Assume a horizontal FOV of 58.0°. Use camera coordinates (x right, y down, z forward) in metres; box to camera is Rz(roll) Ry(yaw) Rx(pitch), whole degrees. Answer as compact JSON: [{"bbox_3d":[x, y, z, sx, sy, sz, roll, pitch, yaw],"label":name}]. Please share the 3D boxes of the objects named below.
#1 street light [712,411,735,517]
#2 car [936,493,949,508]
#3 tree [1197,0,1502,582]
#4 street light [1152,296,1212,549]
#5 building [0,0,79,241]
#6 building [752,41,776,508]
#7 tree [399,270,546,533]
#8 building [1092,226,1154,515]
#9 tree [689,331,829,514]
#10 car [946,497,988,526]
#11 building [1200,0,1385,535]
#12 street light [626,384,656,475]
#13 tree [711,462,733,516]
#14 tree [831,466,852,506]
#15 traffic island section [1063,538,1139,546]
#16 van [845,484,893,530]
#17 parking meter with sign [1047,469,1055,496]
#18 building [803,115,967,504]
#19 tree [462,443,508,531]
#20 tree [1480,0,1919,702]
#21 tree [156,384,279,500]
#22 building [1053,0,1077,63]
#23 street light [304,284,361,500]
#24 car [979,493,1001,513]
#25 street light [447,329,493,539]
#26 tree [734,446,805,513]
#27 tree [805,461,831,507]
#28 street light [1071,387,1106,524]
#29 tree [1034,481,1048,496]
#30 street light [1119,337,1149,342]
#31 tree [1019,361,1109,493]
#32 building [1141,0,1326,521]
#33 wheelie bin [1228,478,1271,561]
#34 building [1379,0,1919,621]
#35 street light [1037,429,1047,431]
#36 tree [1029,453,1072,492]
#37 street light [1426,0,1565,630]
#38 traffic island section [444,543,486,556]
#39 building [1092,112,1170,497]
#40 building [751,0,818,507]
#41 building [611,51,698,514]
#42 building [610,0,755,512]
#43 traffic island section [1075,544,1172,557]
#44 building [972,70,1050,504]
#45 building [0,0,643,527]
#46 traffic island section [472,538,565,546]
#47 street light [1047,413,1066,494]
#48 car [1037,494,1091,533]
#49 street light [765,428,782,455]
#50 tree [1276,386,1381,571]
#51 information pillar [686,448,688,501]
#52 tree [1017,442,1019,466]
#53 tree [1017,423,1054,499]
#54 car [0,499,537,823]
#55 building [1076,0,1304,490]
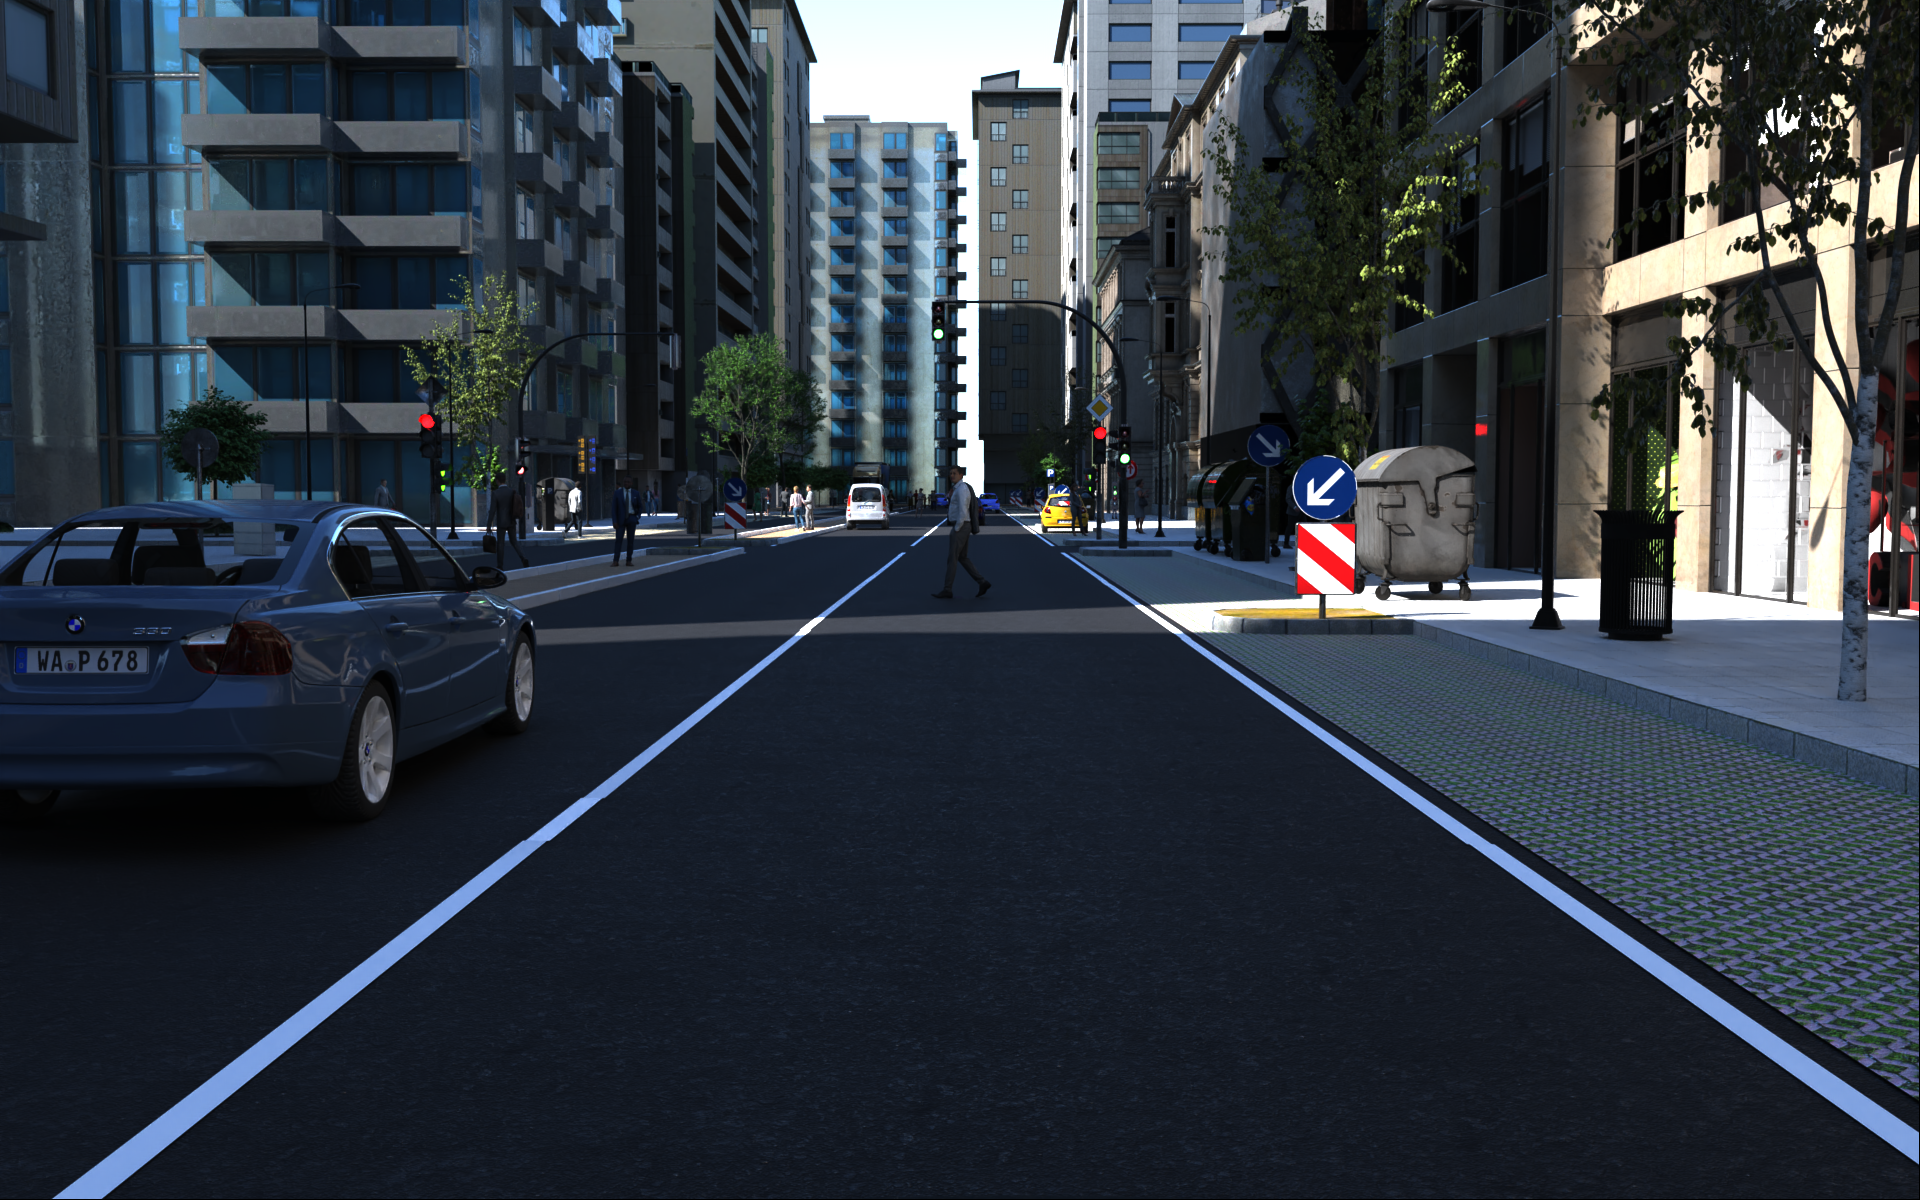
[{"bbox_3d":[-13.317,-7.630,97.290,1.470,5.913,1.316,0,4,1],"label":"street light"},{"bbox_3d":[-2.087,-10.261,177.350,1.945,1.707,3.694,0,4,2],"label":"car"},{"bbox_3d":[5.607,-4.566,25.015,4.737,8.622,4.395,0,3,0],"label":"tree"},{"bbox_3d":[5.305,-4.169,40.709,1.470,5.913,1.316,0,4,1],"label":"street light"},{"bbox_3d":[-31.597,-26.472,22.063,27.495,52.752,28.713,0,4,1],"label":"building"},{"bbox_3d":[-24.135,-28.689,152.665,14.154,41.232,14.086,0,4,1],"label":"building"},{"bbox_3d":[-15.634,-6.486,56.401,4.737,8.622,4.395,0,3,0],"label":"tree"},{"bbox_3d":[14.556,-15.261,114.141,10.561,19.102,19.286,0,4,1],"label":"building"},{"bbox_3d":[-13.723,-11.290,110.348,9.928,11.665,9.643,0,3,0],"label":"tree"},{"bbox_3d":[0.299,-4.143,80.313,1.945,1.354,3.894,0,4,1],"label":"car"},{"bbox_3d":[17.634,-11.694,58.641,16.811,18.784,16.820,0,4,1],"label":"building"},{"bbox_3d":[-13.522,-6.163,73.311,1.470,5.913,1.316,0,4,1],"label":"street light"},{"bbox_3d":[-13.919,-6.660,103.498,1.663,3.219,1.824,0,3,0],"label":"tree"},{"bbox_3d":[-13.839,-11.360,169.453,4.285,4.588,4.351,0,3,0],"label":"tree"},{"bbox_3d":[3.939,-1.624,48.836,2.009,0.180,2.903,0,4,1],"label":"traffic island section"},{"bbox_3d":[-3.746,-3.903,70.820,2.013,2.044,4.112,0,4,-1],"label":"van"},{"bbox_3d":[6.303,-7.570,120.025,0.543,3.016,1.738,0,4,0],"label":"parking meter with sign"},{"bbox_3d":[-14.336,-36.819,221.605,30.456,49.044,23.786,0,4,1],"label":"building"},{"bbox_3d":[-16.262,-4.021,60.337,1.663,3.219,1.824,0,3,0],"label":"tree"},{"bbox_3d":[5.494,-3.694,10.752,4.360,8.622,3.978,0,3,0],"label":"tree"},{"bbox_3d":[-22.265,-4.175,51.971,4.285,4.588,4.351,0,3,0],"label":"tree"},{"bbox_3d":[24.666,-36.274,182.314,28.713,52.752,27.495,0,4,1],"label":"building"},{"bbox_3d":[-13.918,-4.026,38.372,1.470,5.913,1.316,0,4,1],"label":"street light"},{"bbox_3d":[2.077,-7.312,129.135,1.945,1.707,3.694,0,4,-1],"label":"car"},{"bbox_3d":[-13.834,-4.671,48.914,1.470,5.913,1.316,0,4,1],"label":"street light"},{"bbox_3d":[-13.794,-8.213,117.999,4.285,4.588,4.351,0,3,0],"label":"tree"},{"bbox_3d":[-13.902,-9.800,143.949,4.285,4.588,4.351,0,3,0],"label":"tree"},{"bbox_3d":[5.688,-6.295,75.460,1.470,5.913,1.316,0,4,1],"label":"street light"},{"bbox_3d":[7.375,-9.376,147.906,1.663,3.219,1.824,0,3,0],"label":"tree"},{"bbox_3d":[5.421,-4.828,51.481,1.470,5.913,1.316,0,4,1],"label":"street light"},{"bbox_3d":[6.259,-8.882,95.590,4.360,8.622,3.978,0,3,0],"label":"tree"},{"bbox_3d":[16.522,-16.367,86.684,14.460,24.649,34.723,0,4,1],"label":"building"},{"bbox_3d":[5.573,-1.553,33.293,0.693,1.594,0.980,-1,4,-10],"label":"wheelie bin"},{"bbox_3d":[18.576,-13.188,20.148,19.350,26.468,34.151,0,4,1],"label":"building"},{"bbox_3d":[6.208,-9.254,123.849,1.470,5.913,1.316,0,4,1],"label":"street light"},{"bbox_3d":[6.981,-9.198,134.104,4.285,4.588,4.351,0,3,0],"label":"tree"},{"bbox_3d":[5.057,-2.679,16.349,1.470,5.913,1.316,0,4,1],"label":"street light"},{"bbox_3d":[-12.486,-1.147,41.028,2.009,0.180,2.903,0,4,1],"label":"traffic island section"},{"bbox_3d":[17.162,-22.168,134.149,14.160,30.474,14.107,0,4,1],"label":"building"},{"bbox_3d":[-29.909,-36.249,181.904,27.495,52.752,28.713,0,4,1],"label":"building"},{"bbox_3d":[-25.869,-21.079,116.343,14.160,30.474,14.107,0,4,1],"label":"building"},{"bbox_3d":[-28.107,-31.252,134.673,21.300,48.544,21.600,0,4,1],"label":"building"},{"bbox_3d":[3.854,-1.136,40.852,2.009,0.180,2.903,0,4,1],"label":"traffic island section"},{"bbox_3d":[15.317,-38.830,224.116,27.495,52.752,28.713,0,4,1],"label":"building"},{"bbox_3d":[-27.956,-28.026,77.840,23.786,49.044,30.456,0,4,1],"label":"building"},{"bbox_3d":[-12.402,-1.635,49.013,2.009,0.180,2.903,0,4,1],"label":"traffic island section"},{"bbox_3d":[5.942,-7.788,99.870,1.470,5.913,1.316,0,4,1],"label":"street light"},{"bbox_3d":[3.885,-3.322,64.539,2.015,1.641,3.980,0,4,2],"label":"car"},{"bbox_3d":[-13.065,-9.097,121.269,1.470,5.913,1.316,0,4,1],"label":"street light"},{"bbox_3d":[5.912,-2.093,28.824,1.663,3.219,1.824,0,3,0],"label":"tree"},{"bbox_3d":[-13.909,-5.927,88.255,0.183,3.616,0.504,0,4,-7],"label":"information pillar"},{"bbox_3d":[8.298,-15.346,201.268,4.360,8.622,3.978,0,3,0],"label":"tree"},{"bbox_3d":[7.494,-13.555,171.989,4.737,8.622,4.395,0,3,0],"label":"tree"},{"bbox_3d":[-3.446,0.192,8.857,2.014,1.417,4.499,0,4,-1],"label":"car"},{"bbox_3d":[20.907,-37.454,154.375,21.231,58.520,28.212,0,4,1],"label":"building"}]
